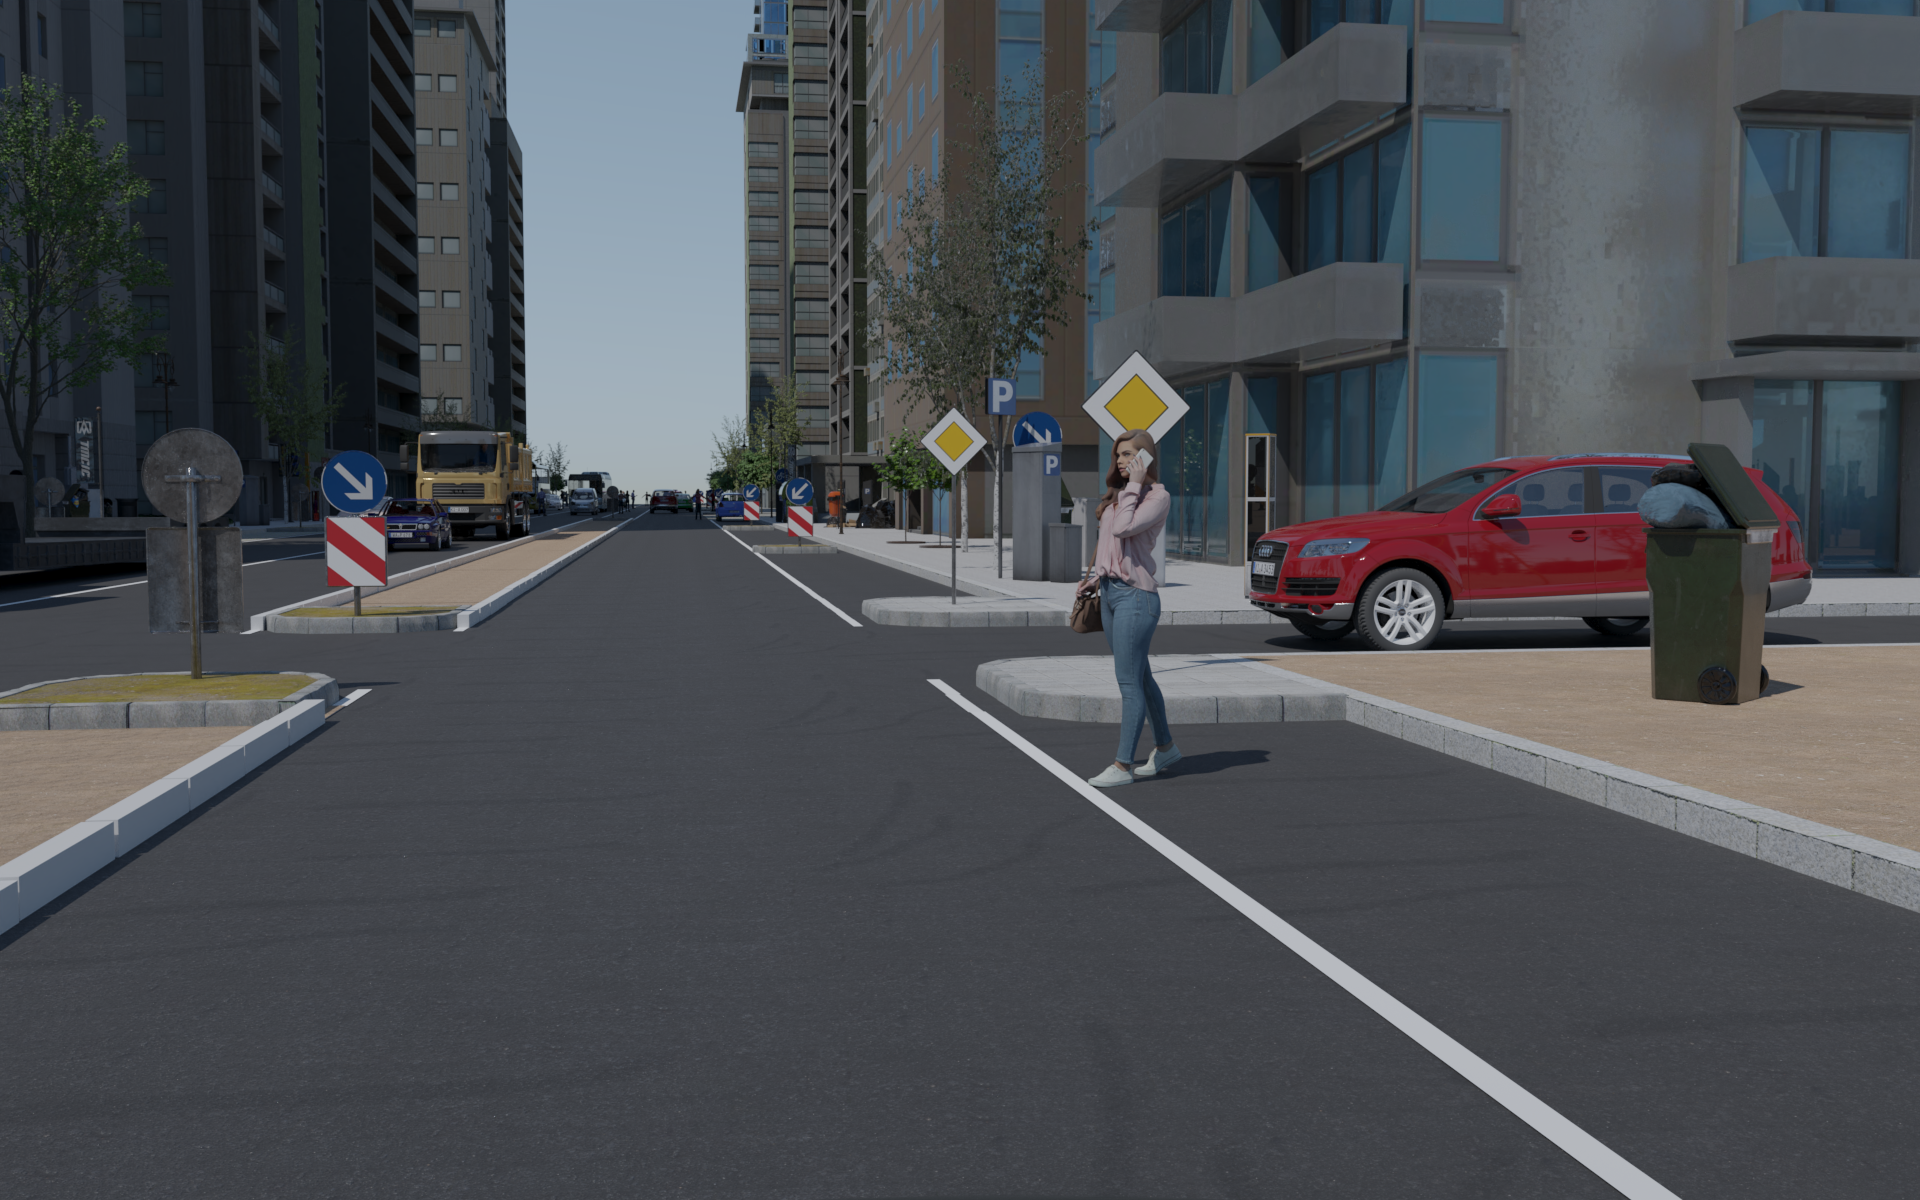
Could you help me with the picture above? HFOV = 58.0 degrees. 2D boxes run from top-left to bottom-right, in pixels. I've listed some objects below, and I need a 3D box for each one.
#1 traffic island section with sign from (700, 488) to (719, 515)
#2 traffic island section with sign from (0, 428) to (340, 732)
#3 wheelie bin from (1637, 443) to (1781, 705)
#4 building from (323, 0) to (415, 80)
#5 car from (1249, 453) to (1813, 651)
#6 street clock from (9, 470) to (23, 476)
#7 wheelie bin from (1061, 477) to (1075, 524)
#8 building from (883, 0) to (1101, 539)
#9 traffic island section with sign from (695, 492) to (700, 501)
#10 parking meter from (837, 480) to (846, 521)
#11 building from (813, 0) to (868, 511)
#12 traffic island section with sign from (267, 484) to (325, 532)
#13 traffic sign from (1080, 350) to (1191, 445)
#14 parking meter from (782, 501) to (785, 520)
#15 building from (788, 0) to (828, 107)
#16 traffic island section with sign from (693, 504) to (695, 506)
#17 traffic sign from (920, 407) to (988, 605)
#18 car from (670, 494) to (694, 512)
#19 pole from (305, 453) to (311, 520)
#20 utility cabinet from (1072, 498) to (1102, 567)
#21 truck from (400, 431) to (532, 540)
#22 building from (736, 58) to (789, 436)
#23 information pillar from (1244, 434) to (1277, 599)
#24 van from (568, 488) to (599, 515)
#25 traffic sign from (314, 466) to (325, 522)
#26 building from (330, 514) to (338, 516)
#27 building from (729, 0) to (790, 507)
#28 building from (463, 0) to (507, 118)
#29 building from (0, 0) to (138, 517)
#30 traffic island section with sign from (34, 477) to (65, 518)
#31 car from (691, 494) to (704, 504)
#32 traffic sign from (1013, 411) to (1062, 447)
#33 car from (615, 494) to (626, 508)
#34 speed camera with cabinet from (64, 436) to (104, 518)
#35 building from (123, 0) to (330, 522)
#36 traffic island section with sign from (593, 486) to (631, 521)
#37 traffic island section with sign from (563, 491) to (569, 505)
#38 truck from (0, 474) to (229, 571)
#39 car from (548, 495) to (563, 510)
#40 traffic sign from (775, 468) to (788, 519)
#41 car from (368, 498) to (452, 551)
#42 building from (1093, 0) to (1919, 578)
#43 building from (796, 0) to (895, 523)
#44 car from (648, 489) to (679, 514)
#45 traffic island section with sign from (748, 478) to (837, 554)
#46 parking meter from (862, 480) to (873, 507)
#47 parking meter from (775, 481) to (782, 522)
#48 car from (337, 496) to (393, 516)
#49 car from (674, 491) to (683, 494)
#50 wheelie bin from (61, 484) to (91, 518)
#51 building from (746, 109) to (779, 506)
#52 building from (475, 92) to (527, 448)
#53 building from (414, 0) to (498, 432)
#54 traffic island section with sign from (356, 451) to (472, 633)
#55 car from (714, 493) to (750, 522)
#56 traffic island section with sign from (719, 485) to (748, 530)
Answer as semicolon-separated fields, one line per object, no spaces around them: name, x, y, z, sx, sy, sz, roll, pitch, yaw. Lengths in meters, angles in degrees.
traffic island section with sign;-16.648;-6.739;118.804;1.989;1.847;2.006;-1;4;-9
traffic island section with sign;-5.223;-0.201;11.428;2.006;1.907;1.989;-1;4;-9
wheelie bin;4.647;-0.177;10.810;0.693;1.594;0.980;3;5;42
building;-50.346;-30.388;120.540;21.300;48.544;21.600;-1;4;-9
car;5.390;-0.483;16.576;5.304;1.827;2.281;-1;4;-10
street clock;-27.976;-2.870;51.503;0.471;2.002;0.358;0;4;6
wheelie bin;1.347;-1.208;27.662;0.980;1.594;0.693;-3;5;-39
building;5.210;-24.814;55.815;14.600;45.320;14.200;-1;4;-9
traffic island section with sign;-21.040;-8.365;145.400;1.989;1.847;2.006;-1;4;-9
parking meter;-4.787;-3.928;69.939;0.255;1.863;0.399;1;4;11
building;0.324;-41.199;111.854;20.563;71.187;20.611;-1;4;-9
traffic island section with sign;-25.124;-3.499;65.835;1.989;1.847;2.006;-1;4;-9
traffic sign;1.225;-0.521;12.167;0.795;2.450;0.064;-1;4;-9
parking meter;-8.864;-4.774;86.467;0.372;1.533;0.369;0;3;0
building;-5.804;-27.261;129.310;14.154;41.232;14.086;-1;4;-9
traffic island section with sign;-29.981;-11.680;199.594;1.989;1.847;2.006;-1;4;-9
traffic sign;-0.074;-1.003;20.046;0.795;2.450;0.064;-1;4;-9
car;-22.206;-7.907;138.079;1.959;1.807;4.718;-1;4;-11
pole;-31.721;-5.528;84.227;0.158;3.312;0.155;0;3;0
utility cabinet;2.268;-1.206;30.875;0.306;1.237;1.020;1;4;20
truck;-15.553;-3.657;55.710;3.469;3.379;9.791;0;4;-8
building;-12.078;-37.961;209.903;28.713;52.752;27.495;-1;4;-9
information pillar;3.677;-1.023;21.213;0.304;2.012;0.304;2;4;26
van;-25.599;-6.785;117.949;2.013;2.044;4.112;0;4;-8
traffic sign;-29.335;-4.866;79.661;0.768;2.556;0.104;0;4;-1
building;-45.697;-40.397;98.747;20.563;71.187;20.611;-1;4;-9
building;-20.212;-56.541;237.122;22.319;86.520;31.000;-1;4;-9
building;-68.950;-48.521;231.565;20.563;71.187;20.611;-1;4;-9
building;-40.584;-31.146;51.239;21.231;58.520;28.212;-1;4;-9
traffic island section with sign;-20.722;-1.867;39.147;1.989;1.847;2.006;-1;4;-9
car;-36.506;-14.139;240.757;1.945;1.707;3.694;0;4;-8
traffic sign;1.191;-1.633;26.808;0.768;2.556;0.104;0;4;-3
car;-36.036;-10.575;182.685;2.009;1.686;4.222;0;4;-8
speed camera with cabinet;-29.653;-3.931;58.605;2.038;3.252;0.660;3;5;44
building;-38.808;-24.339;81.544;14.154;41.232;14.086;-1;4;-9
traffic island section with sign;-18.649;-5.183;92.879;2.006;1.907;1.989;-1;4;-9
traffic island section with sign;-51.163;-13.161;223.816;1.989;1.847;2.006;-1;4;-9
truck;-15.398;-2.289;27.192;2.967;4.110;18.799;0;4;-8
car;-36.062;-8.581;152.661;2.083;1.381;4.827;-1;4;-10
traffic sign;-8.666;-5.189;84.946;0.768;2.556;0.104;0;4;-3
car;-14.113;-1.952;44.491;1.945;1.354;3.894;-1;4;-10
building;17.775;-25.464;35.941;30.456;49.044;23.786;-1;4;-9
building;8.295;-24.045;85.012;32.217;40.220;23.993;-1;4;-9
car;-22.013;-7.336;128.621;2.281;1.827;5.304;-1;4;-11
traffic island section with sign;-4.104;-2.082;42.671;1.989;1.847;2.006;-1;4;-9
parking meter;-3.768;-3.961;70.470;0.399;1.863;0.255;0;4;4
parking meter;-8.238;-4.469;78.778;0.255;1.863;0.399;-1;4;-15
car;-20.402;-2.913;59.996;2.083;1.381;4.827;-1;4;-11
car;-32.308;-11.511;196.874;2.281;1.827;5.304;0;4;-8
wheelie bin;-26.556;-2.701;52.077;0.693;1.594;0.980;-3;5;-44
building;-16.148;-30.878;188.447;14.154;41.232;14.086;-1;4;-9
building;-64.984;-35.955;211.558;21.300;48.544;21.600;-1;4;-9
building;-65.307;-36.533;186.546;28.713;52.752;27.495;-1;4;-9
traffic island section with sign;-6.418;-0.648;18.738;2.006;1.907;1.989;-1;4;-9
car;-12.056;-5.025;91.745;1.945;1.707;3.694;-1;4;-10
traffic island section with sign;-8.482;-3.709;69.269;1.989;1.847;2.006;-1;4;-9
